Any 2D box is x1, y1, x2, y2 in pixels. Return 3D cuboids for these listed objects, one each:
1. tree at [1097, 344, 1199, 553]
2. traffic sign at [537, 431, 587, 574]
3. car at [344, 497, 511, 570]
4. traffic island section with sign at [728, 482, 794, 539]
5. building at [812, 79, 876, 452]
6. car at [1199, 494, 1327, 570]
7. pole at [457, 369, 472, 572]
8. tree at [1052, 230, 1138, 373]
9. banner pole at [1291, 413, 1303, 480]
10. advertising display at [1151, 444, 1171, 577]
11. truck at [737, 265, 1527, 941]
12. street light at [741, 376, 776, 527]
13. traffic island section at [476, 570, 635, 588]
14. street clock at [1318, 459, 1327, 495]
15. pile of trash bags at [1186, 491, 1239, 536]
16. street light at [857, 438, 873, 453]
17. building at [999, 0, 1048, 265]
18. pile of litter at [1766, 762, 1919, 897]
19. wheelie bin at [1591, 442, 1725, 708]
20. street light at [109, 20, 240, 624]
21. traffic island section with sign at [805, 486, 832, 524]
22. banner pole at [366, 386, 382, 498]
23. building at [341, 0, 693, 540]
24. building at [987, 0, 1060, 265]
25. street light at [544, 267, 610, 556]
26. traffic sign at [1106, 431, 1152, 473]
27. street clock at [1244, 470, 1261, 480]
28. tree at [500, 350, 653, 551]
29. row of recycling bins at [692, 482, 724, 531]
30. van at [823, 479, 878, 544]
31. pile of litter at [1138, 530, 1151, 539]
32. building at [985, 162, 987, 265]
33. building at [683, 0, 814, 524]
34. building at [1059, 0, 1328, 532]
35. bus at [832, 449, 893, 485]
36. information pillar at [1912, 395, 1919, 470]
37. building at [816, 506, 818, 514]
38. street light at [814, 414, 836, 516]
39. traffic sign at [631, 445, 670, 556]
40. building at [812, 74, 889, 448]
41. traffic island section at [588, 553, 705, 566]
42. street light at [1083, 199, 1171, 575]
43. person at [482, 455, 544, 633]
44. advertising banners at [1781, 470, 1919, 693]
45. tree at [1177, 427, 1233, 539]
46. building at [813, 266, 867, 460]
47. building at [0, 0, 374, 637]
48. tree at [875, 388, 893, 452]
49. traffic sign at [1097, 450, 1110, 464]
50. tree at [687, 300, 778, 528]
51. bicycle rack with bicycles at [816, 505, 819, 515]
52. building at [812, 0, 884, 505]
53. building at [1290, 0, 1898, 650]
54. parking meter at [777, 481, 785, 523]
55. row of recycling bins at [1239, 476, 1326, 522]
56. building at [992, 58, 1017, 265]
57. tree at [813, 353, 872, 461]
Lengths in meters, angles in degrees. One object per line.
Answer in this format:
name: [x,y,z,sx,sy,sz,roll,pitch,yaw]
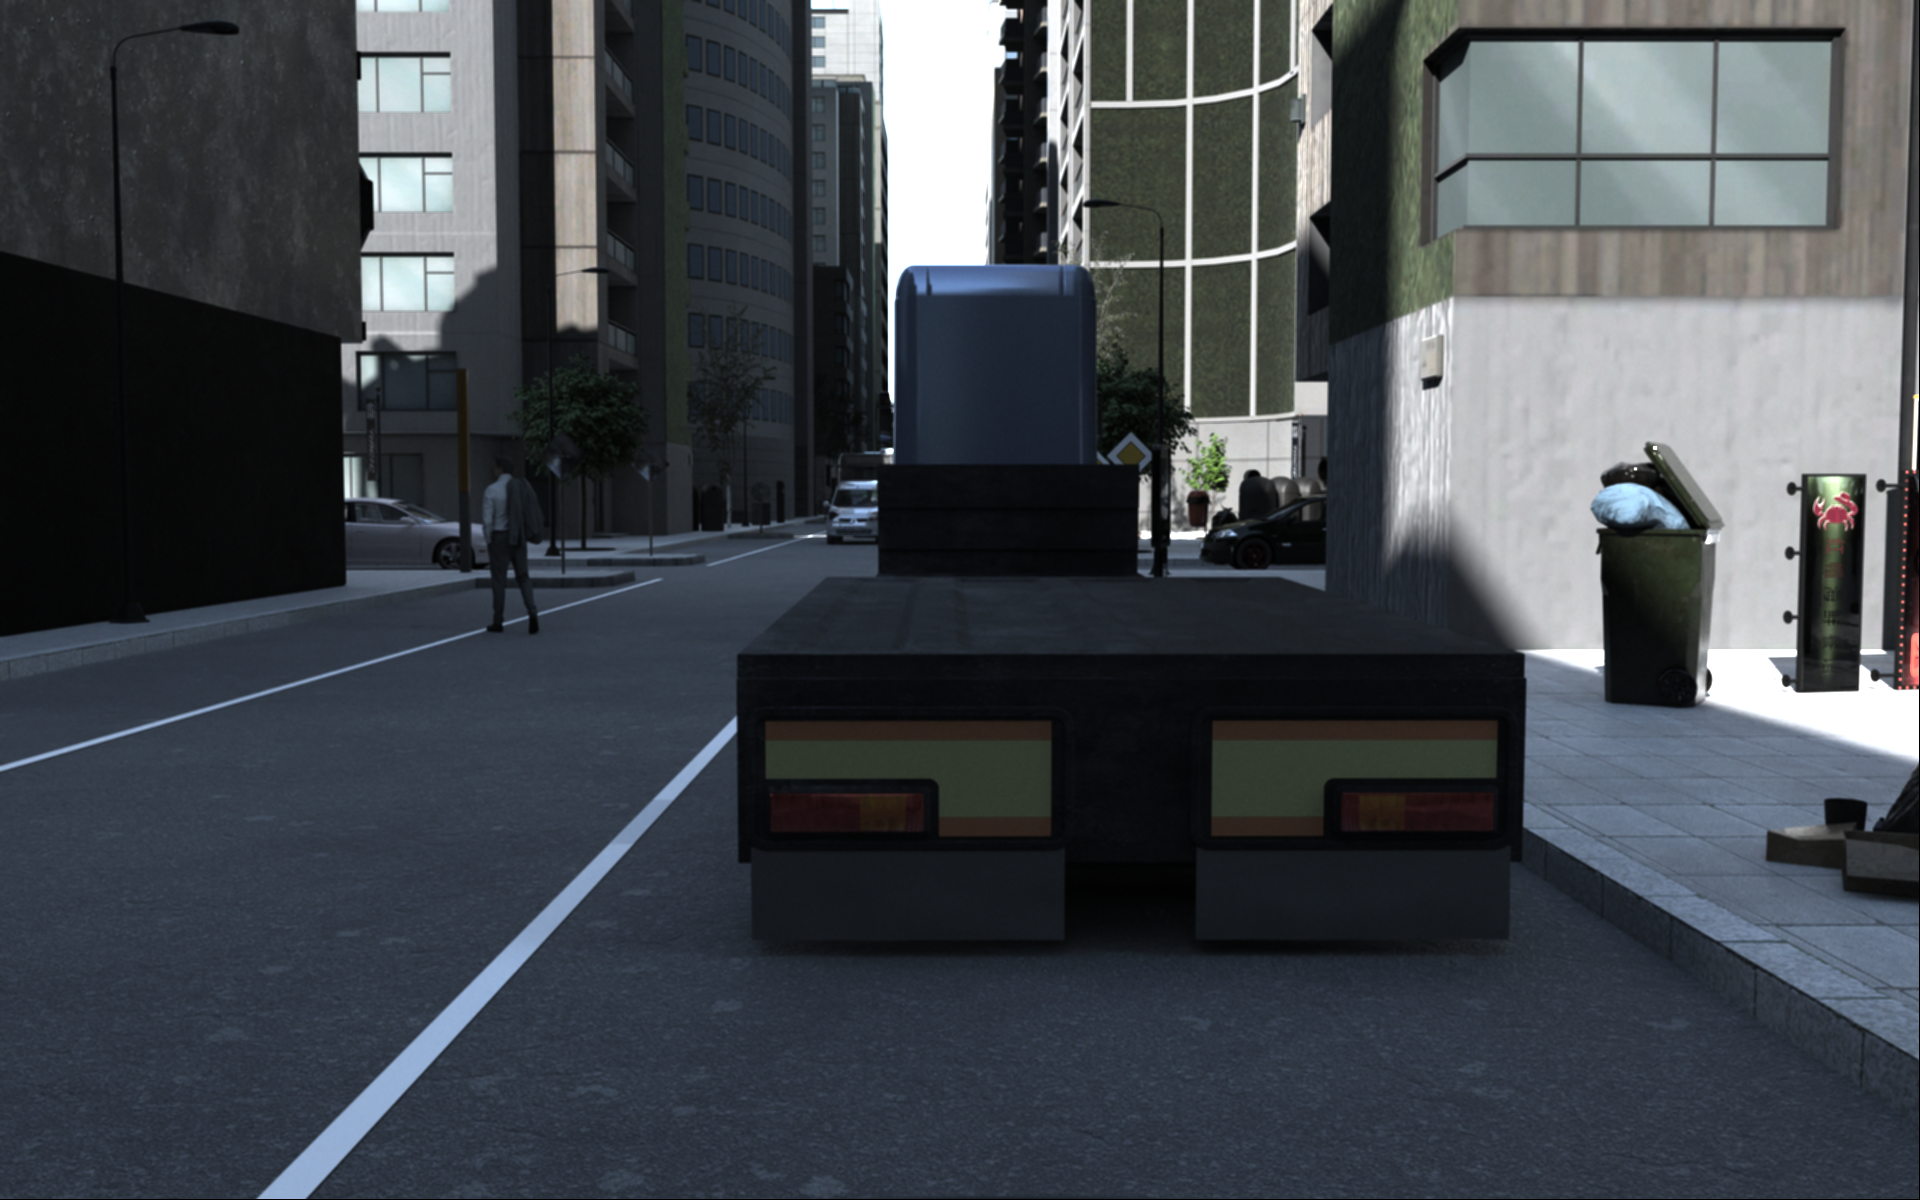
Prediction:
tree: [3.552,-3.322,38.024,4.285,4.588,4.351,0,3,0]
traffic sign: [-6.364,-1.474,27.738,0.795,2.450,0.064,0,3,0]
car: [-10.765,-1.236,32.575,4.827,1.381,2.083,0,4,-2]
traffic island section with sign: [-6.444,-2.916,56.309,1.989,1.847,2.006,0,3,0]
building: [-15.492,-29.554,166.809,14.154,41.232,14.086,0,3,0]
car: [6.567,-1.367,32.143,4.222,1.686,2.009,0,4,1]
pole: [-8.106,-2.109,28.324,0.158,3.312,0.155,0,3,0]
tree: [3.111,-6.010,48.627,4.360,8.622,3.978,0,3,0]
banner pole: [10.377,-3.874,53.354,0.401,3.779,0.863,2,4,35]
advertising display: [2.656,-1.080,22.879,0.123,1.923,0.974,1,4,15]
truck: [0.457,-1.517,14.568,2.967,4.110,18.799,0,4,0]
street light: [-7.949,-5.861,68.369,1.470,5.913,1.316,0,3,0]
traffic island section: [-6.388,-0.338,27.799,2.009,0.180,2.903,0,3,0]
street clock: [7.586,-1.903,35.681,0.358,2.002,0.471,-1,4,-22]
pile of trash bags: [7.155,-2.135,44.663,3.447,1.369,1.912,-3,4,-38]
street light: [-7.999,-10.526,144.647,1.470,5.913,1.316,0,3,0]
building: [14.069,-28.974,128.352,22.147,44.769,28.867,0,3,0]
pile of litter: [3.396,0.513,5.576,1.176,0.858,1.719,0,4,-7]
wheelie bin: [4.285,-0.169,10.677,0.693,1.594,0.980,2,4,31]
street light: [-7.764,-2.727,17.136,1.470,5.913,1.316,0,3,0]
traffic island section with sign: [-6.501,-4.629,84.309,1.989,1.847,2.006,0,3,0]
banner pole: [-13.530,-3.060,40.051,0.401,3.779,0.863,0,4,7]
building: [-16.034,-22.436,50.416,14.154,41.232,14.086,0,3,0]
building: [13.783,-40.770,208.594,21.231,58.520,28.212,0,3,0]
street light: [-7.867,-3.856,35.590,1.470,5.913,1.316,0,3,0]
traffic sign: [2.730,-1.473,27.733,0.795,2.450,0.064,0,3,0]
street clock: [8.709,-2.879,51.648,0.471,2.002,0.358,-1,4,-22]
tree: [-8.699,-3.412,39.506,4.285,4.588,4.351,0,3,0]
row of recycling bins: [-9.920,-3.235,60.010,3.534,1.692,1.069,0,4,4]
van: [-2.965,-2.675,50.745,2.013,2.044,4.112,0,4,1]
pile of litter: [4.663,-2.160,49.289,1.719,0.858,1.176,1,4,14]
building: [14.133,-37.338,234.181,21.300,48.544,21.600,0,3,0]
building: [-18.946,-33.206,84.923,21.231,58.520,28.212,0,3,0]
building: [12.231,-38.171,62.346,20.563,71.187,20.611,0,3,0]
bus: [-3.285,-4.638,70.685,2.948,3.499,13.247,0,4,0]
information pillar: [7.284,-0.511,12.852,0.304,2.012,0.304,-2,4,-23]
building: [-18.899,-41.681,119.728,20.563,71.187,20.611,0,3,0]
street light: [-7.927,-7.845,100.802,1.470,5.913,1.316,0,3,0]
traffic sign: [-6.378,-1.962,35.723,0.795,2.450,0.064,0,3,0]
building: [-19.480,-35.520,204.456,21.300,48.544,21.600,0,3,0]
traffic island section: [-6.401,-0.826,35.784,2.009,0.180,2.903,0,3,0]
street light: [2.638,-3.358,27.439,1.470,5.913,1.316,0,3,0]
person: [-4.612,-0.568,17.882,0.679,1.850,0.850,-3,5,-43]
advertising banners: [6.322,-0.923,11.281,2.074,3.025,0.090,-1,4,-13]
tree: [7.365,-3.381,49.874,1.663,3.219,1.824,0,3,0]
building: [-22.447,-18.404,145.947,27.650,21.520,28.899,0,3,0]
building: [-16.958,-9.242,18.566,16.811,18.784,16.820,0,3,0]
tree: [-9.314,-16.531,187.290,9.611,12.733,9.660,0,3,0]
traffic sign: [2.716,-1.962,35.718,0.795,2.450,0.064,0,3,0]
tree: [-8.908,-6.999,64.796,4.360,8.622,3.978,0,3,0]
bicycle rack with bicycles: [-9.522,-5.534,103.857,2.852,0.926,2.925,3,5,42]
building: [-19.325,-49.984,255.484,20.563,71.187,20.611,0,3,0]
building: [11.015,-15.196,20.151,14.160,30.474,14.107,0,3,0]
parking meter: [-7.975,-4.360,77.004,0.255,1.863,0.399,1,4,13]
row of recycling bins: [7.848,-2.081,41.140,1.069,1.692,3.534,3,5,42]
building: [10.315,-32.367,179.318,14.600,45.320,14.200,0,3,0]
tree: [-9.595,-10.538,106.710,8.767,10.594,7.601,0,4,-7]
